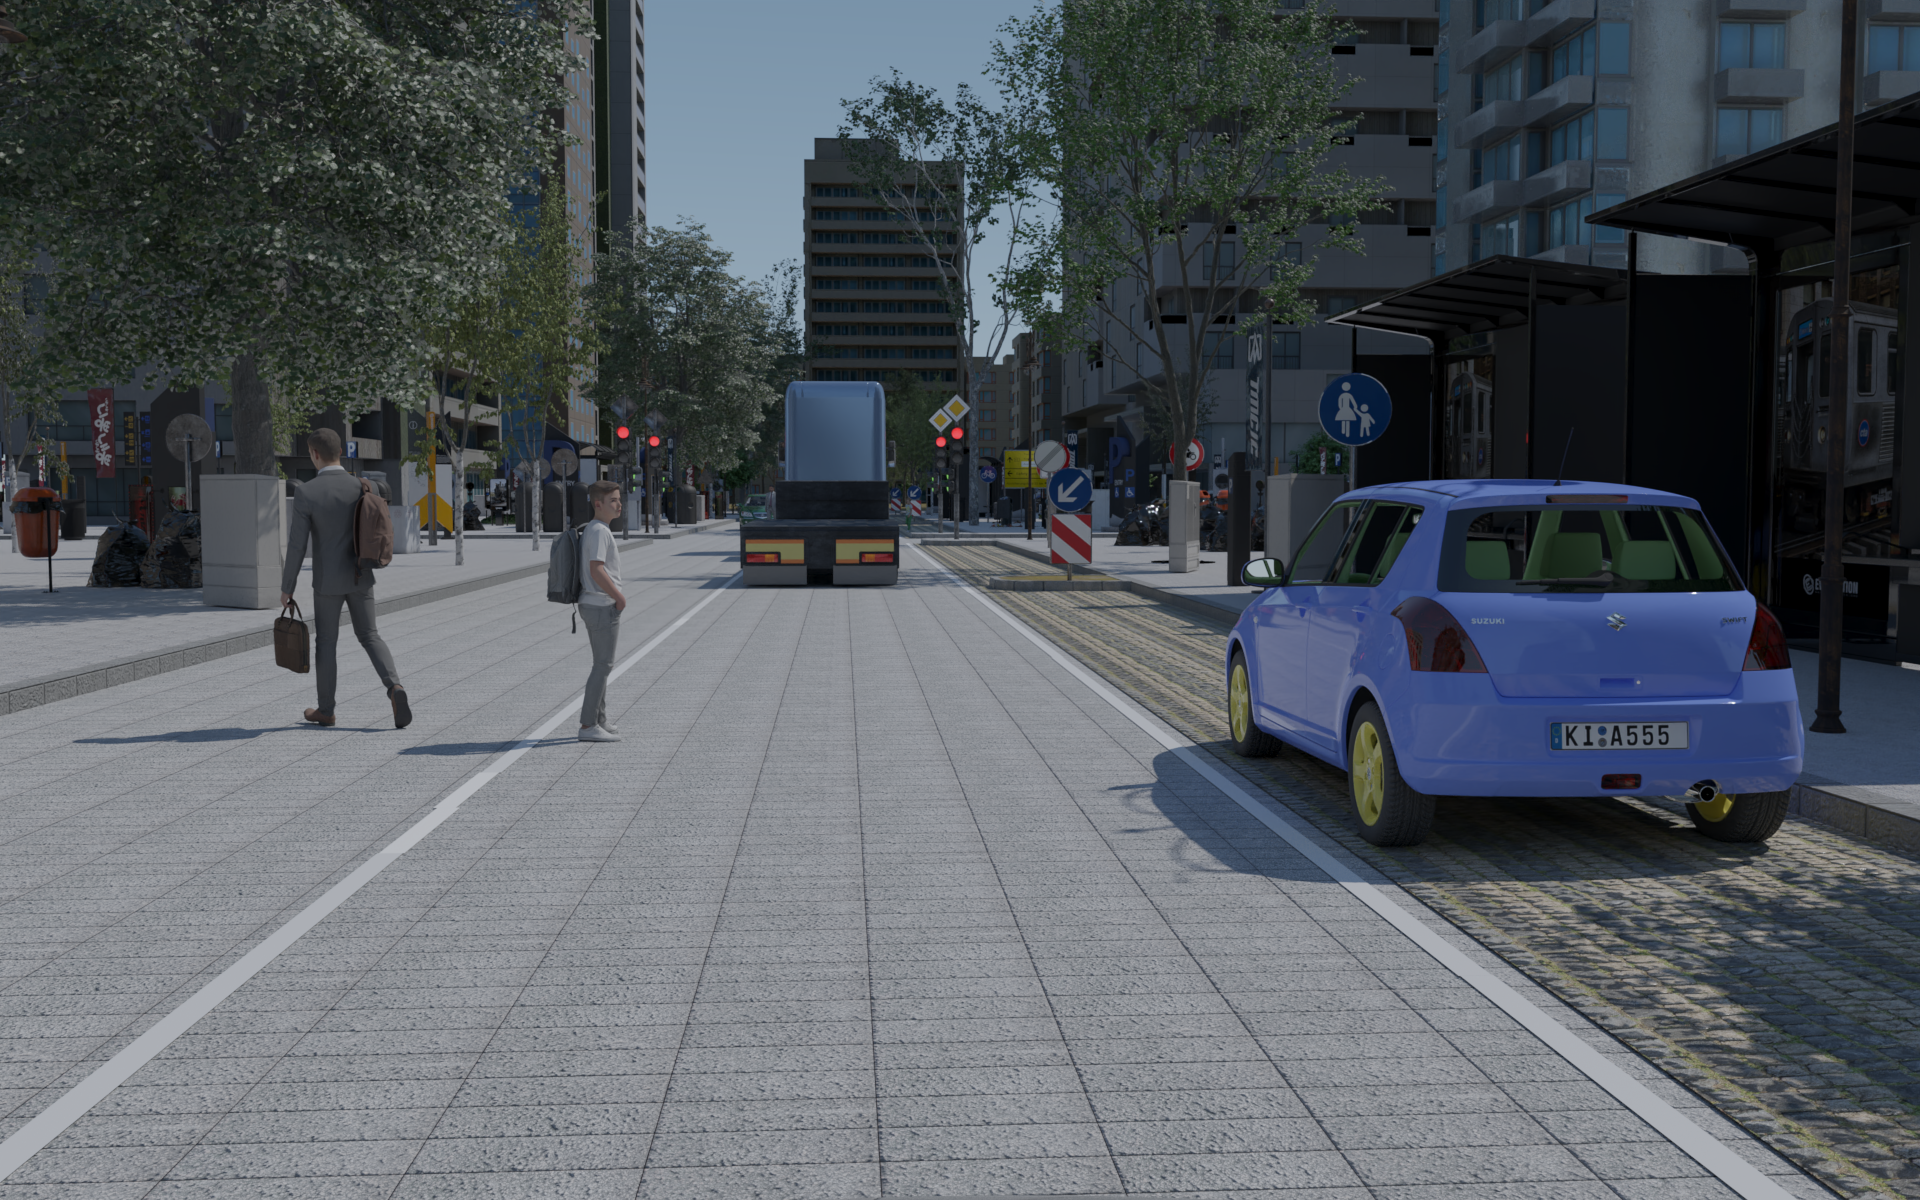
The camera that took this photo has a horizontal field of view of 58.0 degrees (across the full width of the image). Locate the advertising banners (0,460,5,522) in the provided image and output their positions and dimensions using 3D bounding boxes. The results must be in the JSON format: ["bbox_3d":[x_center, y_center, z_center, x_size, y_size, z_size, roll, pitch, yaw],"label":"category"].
[{"bbox_3d":[-49.079,-5.726,89.808,0.090,3.025,2.074,0,4,5],"label":"advertising banners"}]

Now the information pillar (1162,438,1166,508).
[{"bbox_3d":[8.611,-5.001,73.123,0.183,3.616,0.504,0,4,-5],"label":"information pillar"}]

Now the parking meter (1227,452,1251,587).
[{"bbox_3d":[3.895,-1.129,24.169,0.255,1.863,0.399,0,4,-5],"label":"parking meter"}]

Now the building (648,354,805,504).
[{"bbox_3d":[-36.033,-24.217,240.994,28.899,21.520,27.650,0,4,-4],"label":"building"}]

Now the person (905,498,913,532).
[{"bbox_3d":[-1.898,-3.177,64.699,0.306,1.304,0.590,1,4,17],"label":"person"}]

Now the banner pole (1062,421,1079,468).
[{"bbox_3d":[3.738,-4.253,59.561,0.863,3.779,0.401,-2,4,-32],"label":"banner pole"}]

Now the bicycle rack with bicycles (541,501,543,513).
[{"bbox_3d":[-23.764,-5.311,100.209,2.925,0.926,2.852,1,4,14],"label":"bicycle rack with bicycles"}]

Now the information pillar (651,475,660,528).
[{"bbox_3d":[-11.656,-3.784,66.354,0.304,2.012,0.304,0,4,-5],"label":"information pillar"}]

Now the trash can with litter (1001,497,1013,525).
[{"bbox_3d":[1.814,-3.556,69.522,0.624,1.170,1.055,0,4,1],"label":"trash can with litter"}]

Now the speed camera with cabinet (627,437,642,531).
[{"bbox_3d":[-11.524,-4.072,60.914,0.660,3.252,2.038,-1,4,-12],"label":"speed camera with cabinet"}]

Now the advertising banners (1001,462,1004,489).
[{"bbox_3d":[2.927,-6.057,95.213,2.074,3.025,0.090,-3,5,-44],"label":"advertising banners"}]

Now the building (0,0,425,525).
[{"bbox_3d":[-32.509,-18.623,76.180,14.160,30.474,14.107,0,4,-4],"label":"building"}]

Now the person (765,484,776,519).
[{"bbox_3d":[-7.066,-3.455,65.267,0.678,1.792,0.850,1,4,12],"label":"person"}]

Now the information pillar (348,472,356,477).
[{"bbox_3d":[-20.675,-3.318,58.749,0.304,2.012,0.304,-3,4,-38],"label":"information pillar"}]

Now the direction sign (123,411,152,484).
[{"bbox_3d":[-22.587,-3.404,47.647,0.876,3.537,0.379,1,4,15],"label":"direction sign"}]

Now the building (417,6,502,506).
[{"bbox_3d":[-41.897,-29.651,108.488,21.300,48.544,21.600,0,4,-4],"label":"building"}]

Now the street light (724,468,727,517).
[{"bbox_3d":[-13.048,-7.541,96.076,0.468,5.910,1.993,0,4,-4],"label":"street light"}]

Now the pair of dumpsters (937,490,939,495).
[{"bbox_3d":[-0.501,-6.455,108.037,1.574,2.255,4.437,0,4,-4],"label":"pair of dumpsters"}]

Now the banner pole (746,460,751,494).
[{"bbox_3d":[-16.317,-8.529,129.471,0.863,3.779,0.401,-3,4,-38],"label":"banner pole"}]

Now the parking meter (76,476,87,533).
[{"bbox_3d":[-28.705,-3.112,56.586,0.255,1.863,0.399,-2,4,-28],"label":"parking meter"}]

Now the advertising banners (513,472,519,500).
[{"bbox_3d":[-32.398,-7.793,123.605,2.074,3.025,0.090,0,4,3],"label":"advertising banners"}]

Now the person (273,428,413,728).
[{"bbox_3d":[-3.776,-0.129,10.571,0.822,1.834,0.622,3,4,38],"label":"person"}]

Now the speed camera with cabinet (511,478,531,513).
[{"bbox_3d":[-30.448,-7.753,121.090,0.660,3.252,2.038,2,4,31],"label":"speed camera with cabinet"}]

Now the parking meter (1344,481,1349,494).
[{"bbox_3d":[6.409,-1.263,29.056,0.372,1.533,0.369,0,3,0],"label":"parking meter"}]

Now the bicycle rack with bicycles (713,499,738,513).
[{"bbox_3d":[-16.099,-6.527,120.091,2.852,0.926,2.925,1,4,16],"label":"bicycle rack with bicycles"}]

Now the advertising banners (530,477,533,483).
[{"bbox_3d":[-30.018,-7.850,124.531,0.090,3.025,2.074,3,4,36],"label":"advertising banners"}]

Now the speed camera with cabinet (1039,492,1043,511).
[{"bbox_3d":[5.139,-8.249,129.201,2.038,3.252,0.660,0,4,1],"label":"speed camera with cabinet"}]

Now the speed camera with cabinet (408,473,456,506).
[{"bbox_3d":[-23.337,-5.029,76.559,2.038,3.252,0.660,-1,4,-13],"label":"speed camera with cabinet"}]

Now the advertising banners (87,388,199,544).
[{"bbox_3d":[-13.396,-1.969,28.388,2.074,3.025,0.090,1,4,15],"label":"advertising banners"}]

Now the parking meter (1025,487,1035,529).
[{"bbox_3d":[2.539,-3.341,63.042,0.372,1.533,0.369,0,3,0],"label":"parking meter"}]

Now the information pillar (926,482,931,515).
[{"bbox_3d":[-1.941,-6.301,107.517,0.304,2.012,0.304,-1,4,-11],"label":"information pillar"}]

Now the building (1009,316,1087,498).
[{"bbox_3d":[20.587,-20.542,180.894,27.650,21.520,28.899,0,4,-4],"label":"building"}]

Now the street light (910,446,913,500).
[{"bbox_3d":[-3.712,-9.710,131.545,0.468,5.910,1.993,0,4,-4],"label":"street light"}]

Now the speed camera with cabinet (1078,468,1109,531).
[{"bbox_3d":[4.742,-4.088,61.179,2.038,3.252,0.660,3,5,44],"label":"speed camera with cabinet"}]

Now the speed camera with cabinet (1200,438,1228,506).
[{"bbox_3d":[8.555,-4.078,61.014,2.038,3.252,0.660,1,4,8],"label":"speed camera with cabinet"}]

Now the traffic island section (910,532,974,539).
[{"bbox_3d":[-0.618,-2.117,56.901,2.009,0.180,2.903,0,4,-4],"label":"traffic island section"}]

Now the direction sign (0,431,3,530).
[{"bbox_3d":[-34.728,-4.309,62.441,0.876,3.537,0.379,3,4,38],"label":"direction sign"}]

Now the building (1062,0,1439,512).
[{"bbox_3d":[23.916,-34.413,151.895,28.713,52.752,27.495,0,4,-4],"label":"building"}]

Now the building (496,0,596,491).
[{"bbox_3d":[-36.870,-29.730,136.193,14.600,45.320,14.200,0,4,-4],"label":"building"}]

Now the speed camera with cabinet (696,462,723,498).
[{"bbox_3d":[-15.150,-6.650,103.070,2.038,3.252,0.660,0,3,0],"label":"speed camera with cabinet"}]

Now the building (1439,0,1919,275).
[{"bbox_3d":[38.455,-28.265,81.749,30.456,49.044,23.786,0,4,-4],"label":"building"}]

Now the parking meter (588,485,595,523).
[{"bbox_3d":[-9.115,-2.135,43.313,0.372,1.533,0.369,0,3,0],"label":"parking meter"}]

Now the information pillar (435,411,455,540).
[{"bbox_3d":[-14.513,-3.506,48.680,0.504,3.616,0.183,-3,5,-40],"label":"information pillar"}]

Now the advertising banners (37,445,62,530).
[{"bbox_3d":[-32.319,-3.992,61.462,0.090,3.025,2.074,0,4,-8],"label":"advertising banners"}]

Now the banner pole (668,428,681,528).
[{"bbox_3d":[-10.872,-4.620,65.561,0.401,3.779,0.863,1,4,18],"label":"banner pole"}]

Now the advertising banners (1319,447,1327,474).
[{"bbox_3d":[13.966,-4.198,64.817,0.090,3.025,2.074,3,5,44],"label":"advertising banners"}]

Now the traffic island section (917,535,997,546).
[{"bbox_3d":[-0.075,-1.630,48.934,2.009,0.180,2.903,0,4,-4],"label":"traffic island section"}]

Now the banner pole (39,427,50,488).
[{"bbox_3d":[-34.080,-4.560,64.567,0.401,3.779,0.863,0,4,-2],"label":"banner pole"}]

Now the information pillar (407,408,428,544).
[{"bbox_3d":[-14.030,-3.269,44.797,0.504,3.616,0.183,-1,4,-11],"label":"information pillar"}]

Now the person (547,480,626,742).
[{"bbox_3d":[-2.104,0.062,10.081,0.503,1.515,0.523,3,4,38],"label":"person"}]

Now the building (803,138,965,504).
[{"bbox_3d":[-10.644,-37.631,238.974,21.600,48.544,21.300,0,4,-4],"label":"building"}]

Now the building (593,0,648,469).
[{"bbox_3d":[-47.176,-39.009,179.803,28.212,58.520,21.231,0,4,-4],"label":"building"}]

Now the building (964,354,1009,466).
[{"bbox_3d":[14.308,-24.464,245.027,28.899,21.520,27.650,0,4,-4],"label":"building"}]

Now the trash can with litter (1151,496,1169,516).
[{"bbox_3d":[5.238,-2.241,48.022,0.624,1.170,1.055,-3,4,-38],"label":"trash can with litter"}]

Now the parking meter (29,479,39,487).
[{"bbox_3d":[-36.568,-3.831,68.356,0.399,1.863,0.255,0,4,0],"label":"parking meter"}]

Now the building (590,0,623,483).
[{"bbox_3d":[-41.048,-43.724,153.135,20.563,71.187,20.611,0,4,-4],"label":"building"}]

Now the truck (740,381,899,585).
[{"bbox_3d":[-2.658,-2.806,35.632,2.967,4.110,18.799,0,4,-3],"label":"truck"}]

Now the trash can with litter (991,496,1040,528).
[{"bbox_3d":[2.095,-3.436,67.228,2.233,1.210,1.678,-1,4,-13],"label":"trash can with litter"}]

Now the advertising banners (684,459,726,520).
[{"bbox_3d":[-12.840,-5.562,87.122,2.074,3.025,0.090,0,4,1],"label":"advertising banners"}]

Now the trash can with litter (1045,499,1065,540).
[{"bbox_3d":[2.742,-2.198,47.317,0.624,1.170,1.055,-2,4,-23],"label":"trash can with litter"}]
